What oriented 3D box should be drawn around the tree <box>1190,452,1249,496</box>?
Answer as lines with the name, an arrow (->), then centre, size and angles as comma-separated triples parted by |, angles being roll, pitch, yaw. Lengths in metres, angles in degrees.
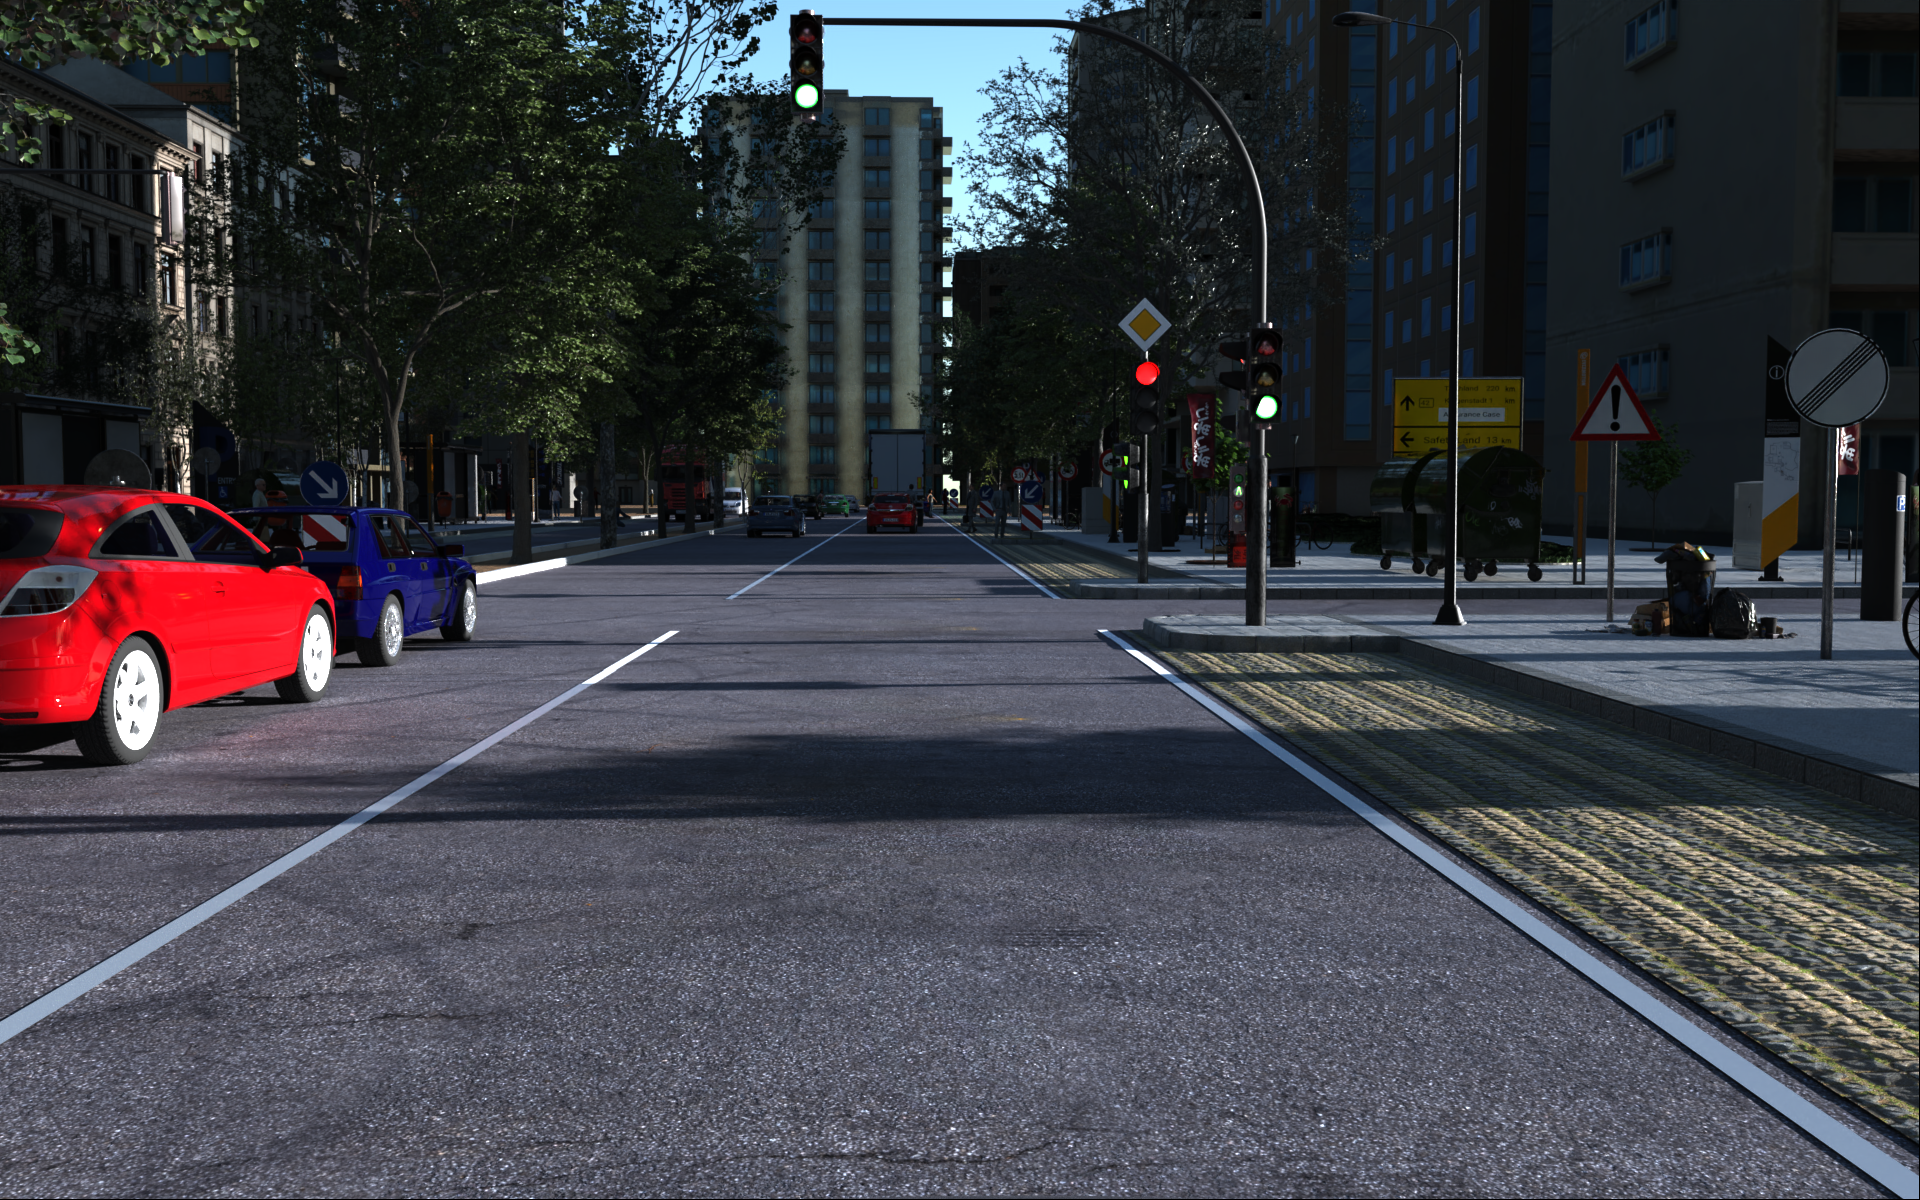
tree -> 13.823, -6.600, 91.626 | 4.285, 4.588, 4.351 | 0, 3, 0

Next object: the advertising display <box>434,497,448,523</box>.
advertising display -> -23.447, -4.450, 77.966 | 0.974, 1.923, 0.123 | 2, 4, 24

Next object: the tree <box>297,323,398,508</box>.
tree -> -27.455, -7.608, 74.752 | 4.360, 8.622, 3.978 | 0, 3, 0

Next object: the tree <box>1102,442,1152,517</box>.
tree -> 9.810, -6.980, 97.836 | 4.285, 4.588, 4.351 | 0, 3, 0

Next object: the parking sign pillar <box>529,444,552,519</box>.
parking sign pillar -> -21.959, -6.215, 90.095 | 1.447, 3.967, 1.447 | 0, 4, 4

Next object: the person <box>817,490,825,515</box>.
person -> -9.582, -6.822, 120.749 | 0.721, 1.736, 1.217 | 3, 5, 40

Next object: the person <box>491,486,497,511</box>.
person -> -34.904, -7.593, 129.825 | 0.705, 1.869, 1.348 | -2, 4, -31

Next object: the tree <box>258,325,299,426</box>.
tree -> -29.010, -7.235, 68.662 | 4.360, 8.622, 3.978 | 0, 3, 0

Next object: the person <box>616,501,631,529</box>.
person -> -14.202, -3.529, 71.700 | 1.012, 1.151, 0.738 | 2, 4, 30

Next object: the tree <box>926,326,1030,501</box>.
tree -> 2.361, -13.804, 132.345 | 9.857, 13.997, 8.962 | 0, 3, 0

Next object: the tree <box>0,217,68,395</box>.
tree -> -24.929, -5.717, 43.840 | 4.737, 8.622, 4.395 | 0, 3, 0

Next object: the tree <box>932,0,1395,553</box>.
tree -> 4.400, -7.808, 38.037 | 12.009, 13.543, 11.850 | 0, 3, 0

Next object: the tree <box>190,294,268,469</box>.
tree -> -25.863, -6.917, 63.453 | 4.737, 8.622, 4.395 | 0, 3, 0

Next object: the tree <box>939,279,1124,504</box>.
tree -> 3.809, -10.542, 89.374 | 9.611, 12.733, 9.660 | 0, 3, 0

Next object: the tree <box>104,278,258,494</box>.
tree -> -26.627, -6.624, 58.658 | 4.360, 8.622, 3.978 | 0, 3, 0

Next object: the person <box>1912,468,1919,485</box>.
person -> 20.147, -1.849, 36.288 | 0.388, 1.821, 0.555 | 2, 4, 24

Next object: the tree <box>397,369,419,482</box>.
tree -> -28.568, -7.989, 80.980 | 4.360, 8.622, 3.978 | 0, 3, 0

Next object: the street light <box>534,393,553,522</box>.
street light -> -18.622, -6.468, 78.295 | 1.470, 5.913, 1.316 | 0, 4, -2

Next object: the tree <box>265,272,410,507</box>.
tree -> -19.439, -6.462, 56.016 | 4.737, 8.622, 4.395 | 0, 3, 0

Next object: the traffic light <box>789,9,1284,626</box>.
traffic light -> 0.779, -2.568, 16.647 | 4.771, 5.953, 1.251 | 0, 4, -2

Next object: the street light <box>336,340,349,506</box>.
street light -> -17.764, -4.801, 51.035 | 1.470, 5.913, 1.316 | 0, 4, -2

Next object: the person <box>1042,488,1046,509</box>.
person -> 7.404, -8.941, 152.164 | 0.705, 1.831, 1.348 | 0, 4, -4

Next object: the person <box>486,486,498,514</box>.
person -> -30.516, -6.477, 111.972 | 1.348, 1.821, 0.705 | -2, 4, -34

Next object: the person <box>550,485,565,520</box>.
person -> -19.936, -4.836, 85.786 | 0.731, 1.740, 0.598 | -1, 4, -20

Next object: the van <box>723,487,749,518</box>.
van -> -13.845, -6.004, 105.181 | 2.013, 2.044, 4.112 | 0, 4, -1

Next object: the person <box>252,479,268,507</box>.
person -> -15.215, -1.746, 37.540 | 0.515, 1.767, 0.782 | -1, 4, -17

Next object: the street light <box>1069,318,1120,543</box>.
street light -> 3.517, -4.463, 45.512 | 1.470, 5.913, 1.316 | 0, 4, -2

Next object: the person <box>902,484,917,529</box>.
person -> -2.050, -3.799, 70.464 | 0.661, 1.843, 0.795 | 1, 4, 22

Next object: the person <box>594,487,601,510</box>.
person -> -28.943, -8.043, 137.501 | 1.348, 1.831, 0.705 | -1, 4, -17

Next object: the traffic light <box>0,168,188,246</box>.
traffic light -> -13.349, -3.039, 24.351 | 4.771, 5.953, 1.251 | 0, 4, -2

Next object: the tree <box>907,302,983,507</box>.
tree -> 1.216, -19.189, 169.622 | 12.611, 20.169, 13.585 | 0, 3, 0

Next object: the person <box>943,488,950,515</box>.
person -> -0.986, -6.795, 119.554 | 0.705, 1.831, 1.348 | -1, 4, -17

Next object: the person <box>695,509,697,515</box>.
person -> -10.348, -3.279, 67.133 | 0.505, 1.210, 0.382 | 3, 5, 41

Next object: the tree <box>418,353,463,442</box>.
tree -> -26.981, -8.360, 87.050 | 4.360, 8.622, 3.978 | 0, 3, 0

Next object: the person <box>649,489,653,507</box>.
person -> -30.378, -9.991, 170.120 | 0.721, 1.736, 1.217 | -2, 4, -27

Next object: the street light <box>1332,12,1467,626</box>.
street light -> 4.284, -2.712, 16.886 | 1.470, 5.913, 1.316 | 0, 4, -2

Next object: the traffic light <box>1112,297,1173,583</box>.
traffic light -> 2.614, -2.197, 24.835 | 0.839, 4.253, 0.868 | 0, 4, -2

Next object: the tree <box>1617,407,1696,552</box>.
tree -> 15.476, -2.712, 38.940 | 1.663, 3.219, 1.824 | 0, 3, 0

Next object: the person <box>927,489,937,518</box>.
person -> -1.686, -5.767, 103.511 | 0.721, 1.735, 1.217 | 2, 4, 25

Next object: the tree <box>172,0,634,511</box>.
tree -> -8.904, -5.550, 27.618 | 8.767, 10.594, 7.601 | 0, 4, -2

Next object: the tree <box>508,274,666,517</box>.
tree -> -20.563, -11.560, 95.656 | 9.857, 13.997, 8.962 | 0, 3, 0

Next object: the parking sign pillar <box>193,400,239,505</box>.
parking sign pillar -> -21.608, -3.785, 50.360 | 1.447, 3.967, 1.447 | 1, 4, 21

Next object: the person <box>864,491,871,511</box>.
person -> -7.887, -8.526, 148.625 | 0.721, 1.736, 1.217 | 2, 4, 31

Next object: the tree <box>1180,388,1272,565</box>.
tree -> 4.633, -2.267, 31.664 | 1.663, 3.219, 1.824 | 0, 3, 0

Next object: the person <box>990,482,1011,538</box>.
person -> 1.261, -2.715, 52.982 | 0.635, 1.810, 0.391 | -2, 4, -28

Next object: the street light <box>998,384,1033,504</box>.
street light -> 2.498, -6.139, 72.921 | 1.470, 5.913, 1.316 | 0, 4, -2

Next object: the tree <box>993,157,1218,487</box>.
tree -> 5.125, -8.604, 58.806 | 7.486, 12.596, 7.792 | 0, 3, 0

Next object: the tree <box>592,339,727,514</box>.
tree -> -20.436, -11.422, 112.509 | 9.928, 11.665, 9.643 | 0, 3, 0

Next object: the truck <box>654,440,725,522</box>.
truck -> -14.260, -6.320, 92.252 | 2.839, 4.237, 11.283 | 0, 4, -2

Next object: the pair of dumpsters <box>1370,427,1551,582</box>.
pair of dumpsters -> 7.822, -1.518, 27.321 | 1.574, 2.255, 4.437 | 0, 4, -2

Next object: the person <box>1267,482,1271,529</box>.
person -> 9.914, -3.055, 56.543 | 0.519, 1.759, 0.362 | -3, 5, -43

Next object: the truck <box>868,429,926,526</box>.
truck -> -2.916, -5.579, 80.123 | 2.839, 4.237, 11.283 | 0, 4, -2

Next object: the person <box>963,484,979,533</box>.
person -> 0.388, -3.380, 63.860 | 0.767, 1.812, 0.694 | -3, 4, -37

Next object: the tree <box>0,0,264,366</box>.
tree -> -8.137, -6.118, 9.142 | 9.857, 13.997, 8.962 | 0, 3, 0

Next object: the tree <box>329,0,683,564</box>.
tree -> -9.058, -7.022, 35.390 | 7.486, 12.596, 7.792 | 0, 3, 0

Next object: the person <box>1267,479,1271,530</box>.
person -> 10.857, -3.342, 60.861 | 0.466, 1.800, 0.511 | 0, 4, 3

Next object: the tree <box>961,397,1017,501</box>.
tree -> 2.006, -10.489, 121.849 | 4.737, 8.622, 4.395 | 0, 3, 0
